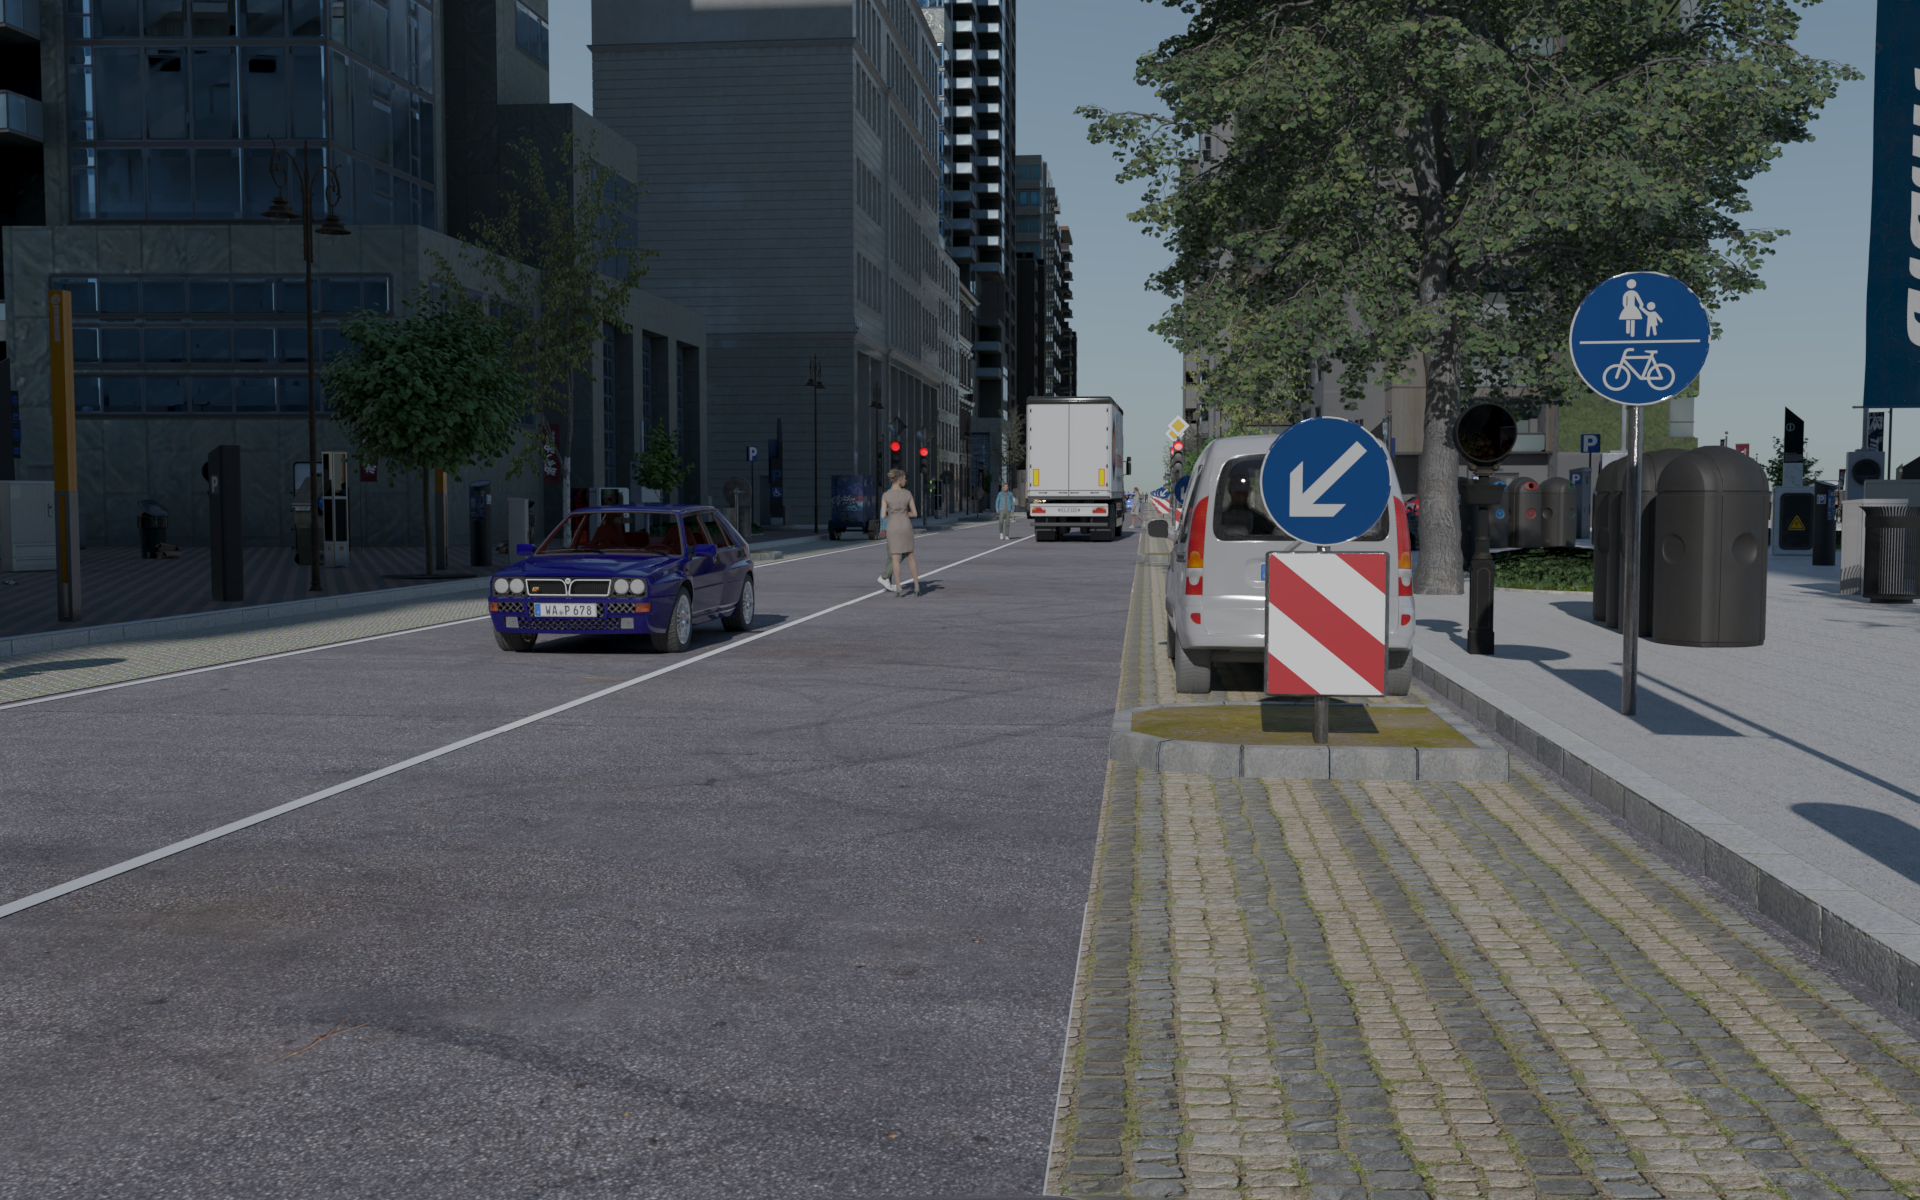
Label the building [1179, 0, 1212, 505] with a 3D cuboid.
[{"bbox_3d":[36.907,-54.269,199.964,22.319,86.520,31.000,0,4,6],"label":"building"}]

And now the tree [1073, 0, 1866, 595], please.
[{"bbox_3d":[6.275,-7.048,21.898,9.857,13.997,8.962,0,3,0],"label":"tree"}]

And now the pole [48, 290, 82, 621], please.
[{"bbox_3d":[-9.022,-1.444,17.457,0.158,3.312,0.155,0,3,0],"label":"pole"}]

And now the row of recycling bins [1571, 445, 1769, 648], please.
[{"bbox_3d":[6.588,-0.550,16.104,1.069,1.692,3.534,1,4,10],"label":"row of recycling bins"}]

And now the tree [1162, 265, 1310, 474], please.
[{"bbox_3d":[9.239,-6.400,54.995,4.737,8.622,4.395,0,3,0],"label":"tree"}]

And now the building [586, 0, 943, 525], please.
[{"bbox_3d":[-8.133,-18.861,85.865,11.434,29.767,29.804,0,4,6],"label":"building"}]

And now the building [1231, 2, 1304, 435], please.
[{"bbox_3d":[22.707,-20.063,99.732,14.160,30.474,14.107,0,4,6],"label":"building"}]

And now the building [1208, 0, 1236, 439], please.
[{"bbox_3d":[29.068,-35.808,127.467,21.231,58.520,28.212,0,4,6],"label":"building"}]

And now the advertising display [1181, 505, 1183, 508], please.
[{"bbox_3d":[17.891,-8.221,139.632,0.123,1.923,0.974,0,4,-2],"label":"advertising display"}]

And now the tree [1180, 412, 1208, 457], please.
[{"bbox_3d":[20.985,-12.455,153.999,4.360,8.622,3.978,0,3,0],"label":"tree"}]

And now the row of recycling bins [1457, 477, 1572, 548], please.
[{"bbox_3d":[13.027,-2.090,41.279,3.534,1.692,1.069,-1,4,-17],"label":"row of recycling bins"}]

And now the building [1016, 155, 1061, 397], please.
[{"bbox_3d":[2.749,-38.292,245.689,23.786,49.044,30.456,0,4,6],"label":"building"}]

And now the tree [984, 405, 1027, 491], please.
[{"bbox_3d":[3.984,-11.795,143.212,4.360,8.622,3.978,0,3,0],"label":"tree"}]

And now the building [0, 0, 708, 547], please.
[{"bbox_3d":[-25.774,-45.152,50.908,31.000,86.520,22.319,0,4,6],"label":"building"}]

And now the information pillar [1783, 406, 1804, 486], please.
[{"bbox_3d":[22.182,-3.352,46.161,0.504,3.616,0.183,1,4,18],"label":"information pillar"}]

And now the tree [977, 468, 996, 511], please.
[{"bbox_3d":[2.003,-8.280,129.983,1.663,3.219,1.824,0,3,0],"label":"tree"}]

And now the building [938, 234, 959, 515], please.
[{"bbox_3d":[-6.112,-15.572,109.359,10.420,20.320,16.860,0,4,6],"label":"building"}]

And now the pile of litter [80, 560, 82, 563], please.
[{"bbox_3d":[-16.946,-1.113,32.164,1.176,0.858,1.719,-1,4,-21],"label":"pile of litter"}]

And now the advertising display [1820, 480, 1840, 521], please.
[{"bbox_3d":[40.628,-4.639,81.062,0.974,1.923,0.123,3,5,45],"label":"advertising display"}]

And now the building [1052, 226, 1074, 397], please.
[{"bbox_3d":[6.585,-37.955,275.184,22.147,44.769,28.867,0,4,6],"label":"building"}]

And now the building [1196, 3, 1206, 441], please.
[{"bbox_3d":[41.050,-48.924,238.164,20.563,71.187,20.611,0,4,6],"label":"building"}]

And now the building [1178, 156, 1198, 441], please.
[{"bbox_3d":[47.588,-41.174,262.431,28.713,52.752,27.495,0,4,6],"label":"building"}]

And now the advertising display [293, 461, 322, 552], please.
[{"bbox_3d":[-12.659,-1.777,34.262,0.974,1.923,0.123,-1,4,-10],"label":"advertising display"}]

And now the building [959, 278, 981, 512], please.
[{"bbox_3d":[-4.645,-16.072,127.410,10.561,19.102,19.286,0,4,6],"label":"building"}]

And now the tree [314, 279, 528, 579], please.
[{"bbox_3d":[-8.214,-2.629,26.691,4.285,4.588,4.351,0,3,0],"label":"tree"}]

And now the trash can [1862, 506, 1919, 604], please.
[{"bbox_3d":[10.959,-0.531,20.341,0.748,1.137,0.748,0,3,0],"label":"trash can"}]

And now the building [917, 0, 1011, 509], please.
[{"bbox_3d":[-5.946,-51.849,160.397,22.319,86.520,31.000,0,4,6],"label":"building"}]

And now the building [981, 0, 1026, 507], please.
[{"bbox_3d":[-2.319,-45.757,186.382,20.563,71.187,20.611,0,4,6],"label":"building"}]

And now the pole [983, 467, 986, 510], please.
[{"bbox_3d":[1.854,-8.488,132.619,0.158,3.312,0.155,0,3,0],"label":"pole"}]

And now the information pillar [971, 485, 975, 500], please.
[{"bbox_3d":[1.051,-8.540,144.126,0.304,2.012,0.304,0,4,-3],"label":"information pillar"}]

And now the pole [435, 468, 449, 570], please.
[{"bbox_3d":[-8.773,-2.166,29.254,0.158,3.312,0.155,0,3,0],"label":"pole"}]

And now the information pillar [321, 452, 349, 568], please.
[{"bbox_3d":[-10.870,-1.569,30.147,0.304,2.012,0.304,2,4,34],"label":"information pillar"}]

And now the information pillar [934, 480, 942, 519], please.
[{"bbox_3d":[-1.125,-5.193,89.392,0.304,2.012,0.304,-3,5,-41],"label":"information pillar"}]

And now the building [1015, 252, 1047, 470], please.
[{"bbox_3d":[2.854,-26.507,205.091,14.160,30.474,14.107,0,4,6],"label":"building"}]

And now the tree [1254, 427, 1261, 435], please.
[{"bbox_3d":[8.578,-3.394,50.099,1.663,3.219,1.824,0,3,0],"label":"tree"}]

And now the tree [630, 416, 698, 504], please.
[{"bbox_3d":[-7.252,-2.941,42.684,1.663,3.219,1.824,0,3,0],"label":"tree"}]

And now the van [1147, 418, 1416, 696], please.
[{"bbox_3d":[2.489,-0.406,13.654,2.013,2.044,4.112,0,4,5],"label":"van"}]

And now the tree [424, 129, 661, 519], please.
[{"bbox_3d":[-8.098,-5.144,34.466,4.737,8.622,4.395,0,3,0],"label":"tree"}]

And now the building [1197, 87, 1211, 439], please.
[{"bbox_3d":[34.908,-33.692,170.475,23.786,49.044,30.456,0,4,6],"label":"building"}]

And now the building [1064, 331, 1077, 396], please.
[{"bbox_3d":[12.750,-32.104,296.593,14.160,30.474,14.107,0,4,6],"label":"building"}]

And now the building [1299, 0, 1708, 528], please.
[{"bbox_3d":[21.974,-23.781,72.421,14.086,41.232,14.154,0,4,6],"label":"building"}]

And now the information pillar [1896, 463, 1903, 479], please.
[{"bbox_3d":[70.988,-8.537,130.931,0.504,3.616,0.183,0,4,-2],"label":"information pillar"}]

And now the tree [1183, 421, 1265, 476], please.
[{"bbox_3d":[12.284,-5.680,76.583,4.285,4.588,4.351,0,3,0],"label":"tree"}]
